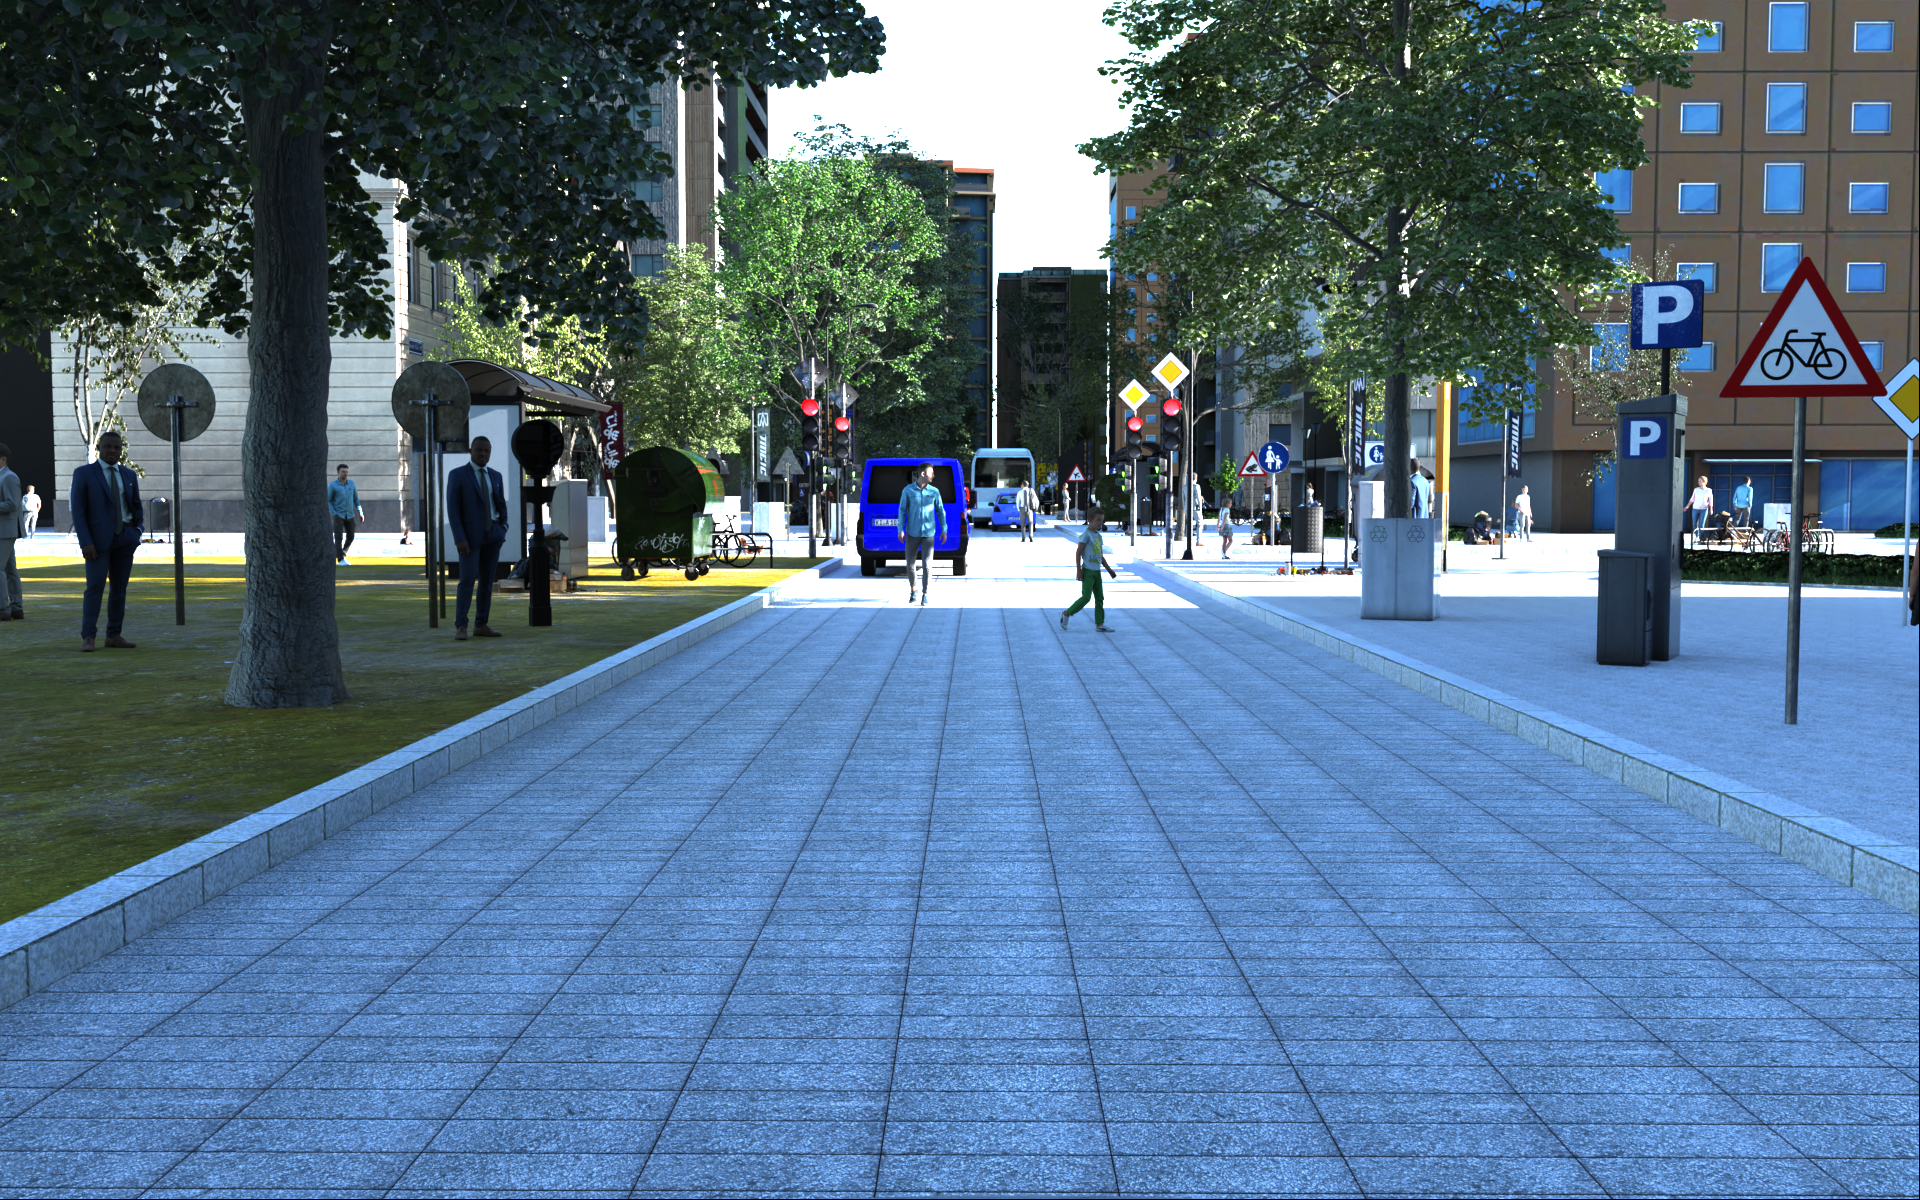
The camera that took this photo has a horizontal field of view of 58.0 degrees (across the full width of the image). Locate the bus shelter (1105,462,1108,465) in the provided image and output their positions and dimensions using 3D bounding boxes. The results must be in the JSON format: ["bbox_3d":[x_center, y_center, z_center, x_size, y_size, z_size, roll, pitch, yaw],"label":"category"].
[{"bbox_3d":[8.354,-5.611,85.666,2.014,3.302,5.546,0,4,1],"label":"bus shelter"}]

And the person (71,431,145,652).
[{"bbox_3d":[-7.099,-0.500,14.398,0.419,1.800,0.721,2,4,27],"label":"person"}]

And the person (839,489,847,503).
[{"bbox_3d":[-4.849,-4.092,73.129,0.537,1.800,0.526,1,4,21],"label":"person"}]

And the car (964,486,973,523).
[{"bbox_3d":[-0.296,-4.803,87.207,2.281,1.827,5.304,0,4,1],"label":"car"}]

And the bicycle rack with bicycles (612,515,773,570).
[{"bbox_3d":[-4.702,-1.039,30.367,2.925,0.926,2.852,-2,4,-32],"label":"bicycle rack with bicycles"}]

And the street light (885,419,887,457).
[{"bbox_3d":[-2.421,-5.916,69.269,1.470,5.913,1.316,0,4,1],"label":"street light"}]

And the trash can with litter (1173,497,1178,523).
[{"bbox_3d":[9.488,-4.026,77.213,0.624,1.170,1.055,1,4,13],"label":"trash can with litter"}]

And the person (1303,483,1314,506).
[{"bbox_3d":[15.917,-4.472,79.438,0.520,1.790,0.573,-2,4,-24],"label":"person"}]

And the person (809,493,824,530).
[{"bbox_3d":[-4.744,-3.126,57.577,0.534,1.772,0.576,0,4,4],"label":"person"}]

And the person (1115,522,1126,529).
[{"bbox_3d":[5.789,-3.454,62.870,0.532,1.782,0.716,-3,5,-43],"label":"person"}]

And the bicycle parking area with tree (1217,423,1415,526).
[{"bbox_3d":[14.749,-5.207,72.138,9.016,4.147,8.231,1,4,21],"label":"bicycle parking area with tree"}]

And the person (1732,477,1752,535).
[{"bbox_3d":[24.344,-2.928,53.941,0.620,1.820,0.660,-2,4,-35],"label":"person"}]

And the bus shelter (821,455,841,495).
[{"bbox_3d":[-6.711,-5.936,90.985,2.014,3.302,5.546,0,4,1],"label":"bus shelter"}]

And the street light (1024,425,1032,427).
[{"bbox_3d":[4.919,-8.843,117.131,1.470,5.913,1.316,0,4,1],"label":"street light"}]

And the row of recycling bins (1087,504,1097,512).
[{"bbox_3d":[7.967,-5.306,93.868,3.534,1.692,1.069,0,4,7],"label":"row of recycling bins"}]

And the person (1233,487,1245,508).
[{"bbox_3d":[16.993,-6.083,105.620,0.709,1.813,0.853,0,4,5],"label":"person"}]

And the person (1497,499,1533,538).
[{"bbox_3d":[16.200,-2.402,50.813,1.012,1.151,0.738,3,4,38],"label":"person"}]

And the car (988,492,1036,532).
[{"bbox_3d":[2.059,-3.520,67.139,1.945,1.707,3.694,0,4,0],"label":"car"}]

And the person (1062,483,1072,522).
[{"bbox_3d":[4.952,-4.476,79.501,0.573,1.790,0.520,-1,4,-21],"label":"person"}]

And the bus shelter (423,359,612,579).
[{"bbox_3d":[-7.334,-2.126,28.686,2.014,3.302,5.546,0,4,1],"label":"bus shelter"}]

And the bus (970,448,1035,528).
[{"bbox_3d":[1.842,-4.975,76.202,2.948,3.499,13.247,0,4,1],"label":"bus"}]

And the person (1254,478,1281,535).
[{"bbox_3d":[9.509,-2.874,53.430,0.834,1.777,0.661,1,4,14],"label":"person"}]

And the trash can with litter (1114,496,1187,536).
[{"bbox_3d":[5.616,-2.596,53.495,1.678,1.210,2.233,-2,4,-28],"label":"trash can with litter"}]

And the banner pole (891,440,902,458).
[{"bbox_3d":[-2.702,-5.124,73.798,0.863,3.779,0.401,-3,4,-36],"label":"banner pole"}]

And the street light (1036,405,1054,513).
[{"bbox_3d":[4.633,-7.199,90.250,1.470,5.913,1.316,0,4,1],"label":"street light"}]

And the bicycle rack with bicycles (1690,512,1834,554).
[{"bbox_3d":[15.705,-1.227,33.446,2.925,0.926,2.852,-2,4,-25],"label":"bicycle rack with bicycles"}]

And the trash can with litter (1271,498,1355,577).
[{"bbox_3d":[5.955,-1.014,27.630,2.233,1.210,1.678,0,4,-2],"label":"trash can with litter"}]

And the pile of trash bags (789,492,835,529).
[{"bbox_3d":[-5.408,-3.724,70.642,3.447,1.369,1.912,1,4,20],"label":"pile of trash bags"}]

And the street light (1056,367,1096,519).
[{"bbox_3d":[4.367,-5.551,63.303,1.470,5.913,1.316,0,4,1],"label":"street light"}]

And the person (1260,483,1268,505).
[{"bbox_3d":[14.592,-4.686,82.842,0.466,1.800,0.511,1,4,9],"label":"person"}]

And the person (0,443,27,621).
[{"bbox_3d":[-9.810,-0.693,17.579,0.606,1.804,0.583,3,5,44],"label":"person"}]

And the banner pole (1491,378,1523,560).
[{"bbox_3d":[10.703,-2.671,33.687,0.401,3.779,0.863,-1,4,-15],"label":"banner pole"}]

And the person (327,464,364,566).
[{"bbox_3d":[-11.148,-1.542,31.271,0.620,1.820,0.660,2,4,35],"label":"person"}]

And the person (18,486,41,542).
[{"bbox_3d":[-24.967,-2.312,46.442,0.523,1.515,0.503,2,4,26],"label":"person"}]

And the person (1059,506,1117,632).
[{"bbox_3d":[1.332,-0.325,18.058,0.590,1.304,0.306,1,4,20],"label":"person"}]

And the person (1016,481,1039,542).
[{"bbox_3d":[2.011,-2.625,51.524,0.679,1.850,0.850,-1,4,-9],"label":"person"}]

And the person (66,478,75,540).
[{"bbox_3d":[-24.288,-2.537,47.702,0.728,1.800,0.709,1,4,8],"label":"person"}]

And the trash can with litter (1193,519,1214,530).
[{"bbox_3d":[8.033,-3.103,61.799,1.678,1.210,2.233,-3,5,-40],"label":"trash can with litter"}]

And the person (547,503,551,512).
[{"bbox_3d":[-15.169,-3.437,64.826,0.523,1.515,0.503,-3,5,-39],"label":"person"}]

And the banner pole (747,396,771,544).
[{"bbox_3d":[-5.122,-3.309,44.127,0.863,3.779,0.401,3,4,38],"label":"banner pole"}]

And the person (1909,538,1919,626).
[{"bbox_3d":[6.387,-0.035,11.282,0.362,1.253,0.373,1,4,23],"label":"person"}]

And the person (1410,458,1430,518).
[{"bbox_3d":[6.617,-1.163,25.243,0.419,1.800,0.721,2,4,31],"label":"person"}]

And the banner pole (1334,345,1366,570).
[{"bbox_3d":[6.588,-2.381,28.953,0.401,3.779,0.863,-1,4,-13],"label":"banner pole"}]

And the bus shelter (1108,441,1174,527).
[{"bbox_3d":[7.205,-4.595,69.046,2.014,3.302,5.546,0,4,1],"label":"bus shelter"}]

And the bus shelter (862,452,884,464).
[{"bbox_3d":[-3.668,-5.590,85.324,2.014,3.302,5.546,0,4,1],"label":"bus shelter"}]

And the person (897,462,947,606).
[{"bbox_3d":[-0.478,-0.865,22.503,0.638,1.841,0.748,0,4,5],"label":"person"}]

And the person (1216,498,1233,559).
[{"bbox_3d":[5.168,-1.412,34.140,0.382,1.210,0.505,-2,4,-24],"label":"person"}]

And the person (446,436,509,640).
[{"bbox_3d":[-4.337,-0.569,15.527,0.419,1.800,0.721,2,4,33],"label":"person"}]

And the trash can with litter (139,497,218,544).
[{"bbox_3d":[-20.601,-2.093,45.277,2.233,1.210,1.678,0,4,6],"label":"trash can with litter"}]
